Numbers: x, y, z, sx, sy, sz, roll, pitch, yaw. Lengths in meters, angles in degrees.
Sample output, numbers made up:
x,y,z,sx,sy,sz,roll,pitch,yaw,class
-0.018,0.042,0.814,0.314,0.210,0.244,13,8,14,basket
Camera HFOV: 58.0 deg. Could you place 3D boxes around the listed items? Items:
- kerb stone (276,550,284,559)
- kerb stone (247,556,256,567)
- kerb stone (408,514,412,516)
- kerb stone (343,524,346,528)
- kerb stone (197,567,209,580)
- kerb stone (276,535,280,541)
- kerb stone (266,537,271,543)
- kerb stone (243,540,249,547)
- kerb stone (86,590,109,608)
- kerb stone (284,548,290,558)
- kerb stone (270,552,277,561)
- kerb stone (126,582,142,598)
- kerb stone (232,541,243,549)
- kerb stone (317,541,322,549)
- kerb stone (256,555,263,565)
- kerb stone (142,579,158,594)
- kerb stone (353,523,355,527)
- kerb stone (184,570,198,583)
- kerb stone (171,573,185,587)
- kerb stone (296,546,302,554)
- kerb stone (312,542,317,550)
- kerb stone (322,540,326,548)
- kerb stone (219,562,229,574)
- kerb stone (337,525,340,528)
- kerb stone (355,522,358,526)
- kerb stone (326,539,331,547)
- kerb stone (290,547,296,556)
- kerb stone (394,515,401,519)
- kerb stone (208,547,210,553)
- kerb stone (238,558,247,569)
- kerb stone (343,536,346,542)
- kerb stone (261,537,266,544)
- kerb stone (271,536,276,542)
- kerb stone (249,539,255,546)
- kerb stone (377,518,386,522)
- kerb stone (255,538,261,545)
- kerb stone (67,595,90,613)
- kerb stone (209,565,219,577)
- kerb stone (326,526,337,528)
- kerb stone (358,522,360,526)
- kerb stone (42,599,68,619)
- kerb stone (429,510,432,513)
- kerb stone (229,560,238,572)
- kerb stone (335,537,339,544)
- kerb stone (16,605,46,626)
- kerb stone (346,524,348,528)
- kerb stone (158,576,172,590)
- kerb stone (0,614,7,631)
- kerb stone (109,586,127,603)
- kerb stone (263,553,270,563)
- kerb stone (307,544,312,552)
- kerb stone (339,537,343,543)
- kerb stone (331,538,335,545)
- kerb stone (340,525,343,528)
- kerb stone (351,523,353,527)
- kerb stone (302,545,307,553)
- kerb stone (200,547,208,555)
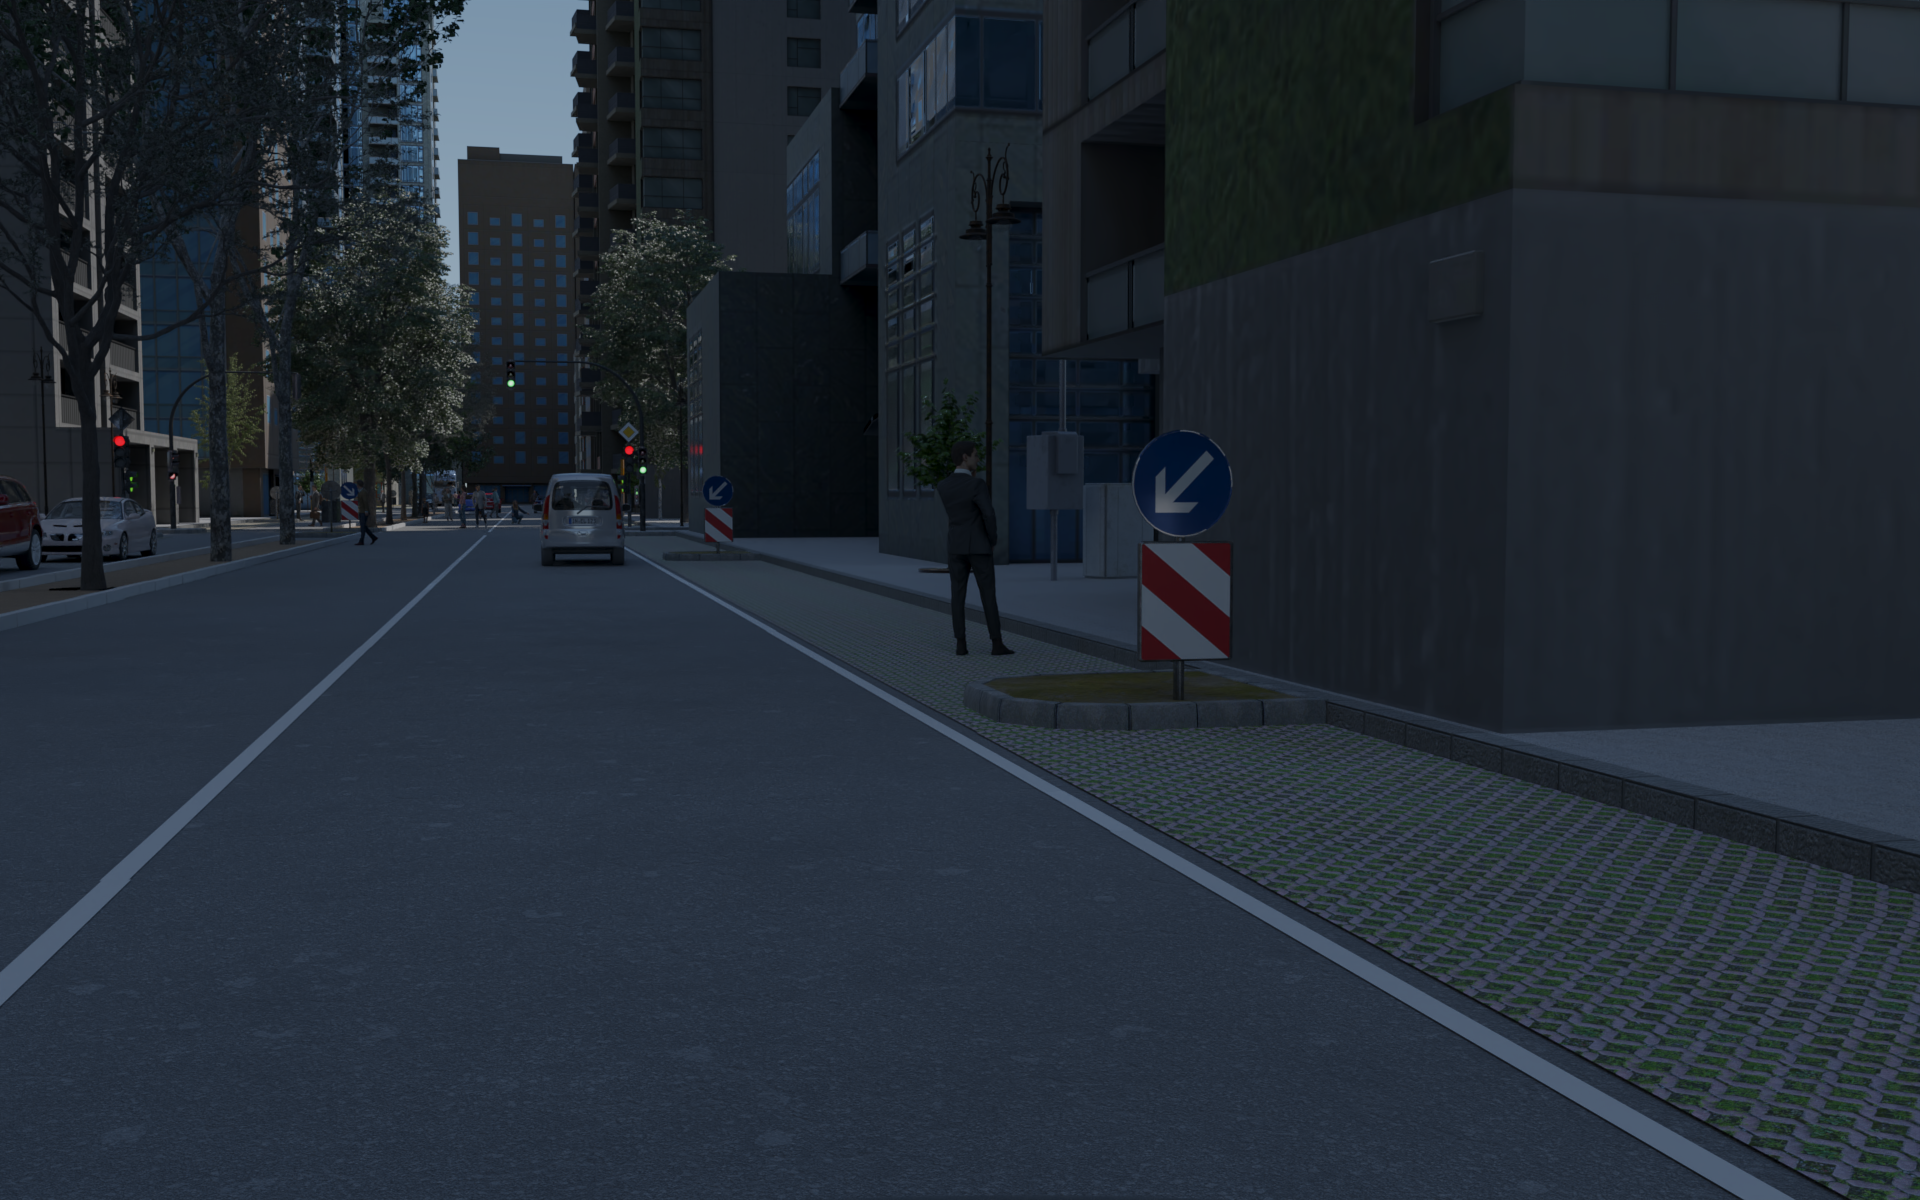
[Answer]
x,y,z,sx,sy,sz,roll,pitch,yaw,class
-15.063,-0.973,38.102,0.120,0.150,1.000,-1,4,-14,kerb stone
-14.065,-0.728,34.105,0.120,0.150,1.000,-1,4,-14,kerb stone
-35.768,-5.537,112.721,0.120,0.150,1.000,-1,4,-14,kerb stone
-25.382,-2.981,70.935,0.120,0.150,1.000,-1,4,-14,kerb stone
-12.826,-0.422,29.115,0.120,0.150,1.000,-1,4,-14,kerb stone
-20.814,-1.855,52.531,0.120,0.150,1.000,-1,4,-14,kerb stone
-20.314,-1.733,50.542,0.120,0.150,1.000,-1,4,-14,kerb stone
-19.325,-1.488,46.557,0.120,0.150,1.000,-1,4,-14,kerb stone
-11.100,0.003,22.146,0.120,0.150,1.000,-1,4,-14,kerb stone
-15.308,-1.034,39.094,0.120,0.150,1.000,-1,4,-14,kerb stone
-14.816,-0.903,37.102,0.120,0.150,1.000,-1,4,-14,kerb stone
-11.601,-0.118,24.128,0.120,0.150,1.000,-1,4,-14,kerb stone
-19.077,-1.428,45.548,0.120,0.150,1.000,-1,4,-14,kerb stone
-16.796,-1.395,45.049,0.120,0.150,1.000,-1,4,-14,kerb stone
-14.323,-0.790,35.110,0.120,0.150,1.000,-1,4,-14,kerb stone
-11.847,-0.179,25.122,0.120,0.150,1.000,-1,4,-14,kerb stone
-26.370,-3.220,74.909,0.120,0.150,1.000,-1,4,-14,kerb stone
-12.581,-0.360,28.121,0.120,0.150,1.000,-1,4,-14,kerb stone
-12.335,-0.298,27.111,0.120,0.150,1.000,-1,4,-14,kerb stone
-15.804,-1.155,41.079,0.120,0.150,1.000,-1,4,-14,kerb stone
-16.546,-1.337,44.058,0.120,0.150,1.000,-1,4,-14,kerb stone
-17.042,-1.458,46.041,0.120,0.150,1.000,-1,4,-14,kerb stone
-13.327,-0.545,31.103,0.120,0.150,1.000,-1,4,-14,kerb stone
-24.885,-2.859,68.945,0.120,0.150,1.000,-1,4,-14,kerb stone
-26.613,-3.285,75.902,0.120,0.150,1.000,-1,4,-14,kerb stone
-17.282,-1.518,47.042,0.120,0.150,1.000,-1,4,-14,kerb stone
-15.554,-1.088,40.086,0.120,0.150,1.000,-1,4,-14,kerb stone
-33.053,-4.864,101.768,0.120,0.150,1.000,-1,4,-14,kerb stone
-18.088,-1.184,41.562,0.120,0.150,1.000,-1,4,-14,kerb stone
-13.824,-0.667,33.101,0.120,0.150,1.000,-1,4,-14,kerb stone
-18.267,-1.763,51.028,0.120,0.150,1.000,-1,4,-14,kerb stone
-20.076,-1.673,49.548,0.120,0.150,1.000,-1,4,-14,kerb stone
-20.564,-1.794,51.535,0.120,0.150,1.000,-1,4,-14,kerb stone
-19.573,-1.551,47.552,0.120,0.150,1.000,-1,4,-14,kerb stone
-30.323,-4.195,90.826,0.120,0.150,1.000,-1,4,-14,kerb stone
-19.822,-1.611,48.553,0.120,0.150,1.000,-1,4,-14,kerb stone
-10.853,0.069,21.153,0.120,0.150,1.000,-1,4,-14,kerb stone
-13.084,-0.484,30.105,0.120,0.150,1.000,-1,4,-14,kerb stone
-24.640,-2.798,67.943,0.120,0.150,1.000,-1,4,-14,kerb stone
-26.863,-3.346,76.904,0.120,0.150,1.000,-1,4,-14,kerb stone
-10.605,0.124,20.161,0.120,0.150,1.000,-1,4,-14,kerb stone
-41.697,-6.998,136.605,0.120,0.150,1.000,-1,4,-14,kerb stone
-13.574,-0.604,32.110,0.120,0.150,1.000,-1,4,-14,kerb stone
-17.775,-1.642,49.038,0.120,0.150,1.000,-1,4,-14,kerb stone
-10.354,0.185,19.170,0.120,0.150,1.000,-1,4,-14,kerb stone
-25.625,-3.041,71.928,0.120,0.150,1.000,-1,4,-14,kerb stone
-12.089,-0.232,26.115,0.120,0.150,1.000,-1,4,-14,kerb stone
-10.109,0.247,18.175,0.120,0.150,1.000,-1,4,-14,kerb stone
-11.342,-0.055,23.139,0.120,0.150,1.000,-1,4,-14,kerb stone
-14.574,-0.844,36.108,0.120,0.150,1.000,-1,4,-14,kerb stone
-16.294,-1.272,43.067,0.120,0.150,1.000,-1,4,-14,kerb stone
-18.029,-1.703,50.034,0.120,0.150,1.000,-1,4,-14,kerb stone
-17.537,-1.579,48.044,0.120,0.150,1.000,-1,4,-14,kerb stone
-25.137,-2.918,69.940,0.120,0.150,1.000,-1,4,-14,kerb stone
-26.125,-3.163,73.917,0.120,0.150,1.000,-1,4,-14,kerb stone
-16.047,-1.216,42.072,0.120,0.150,1.000,-1,4,-14,kerb stone
-17.841,-1.124,40.570,0.120,0.150,1.000,-1,4,-14,kerb stone
